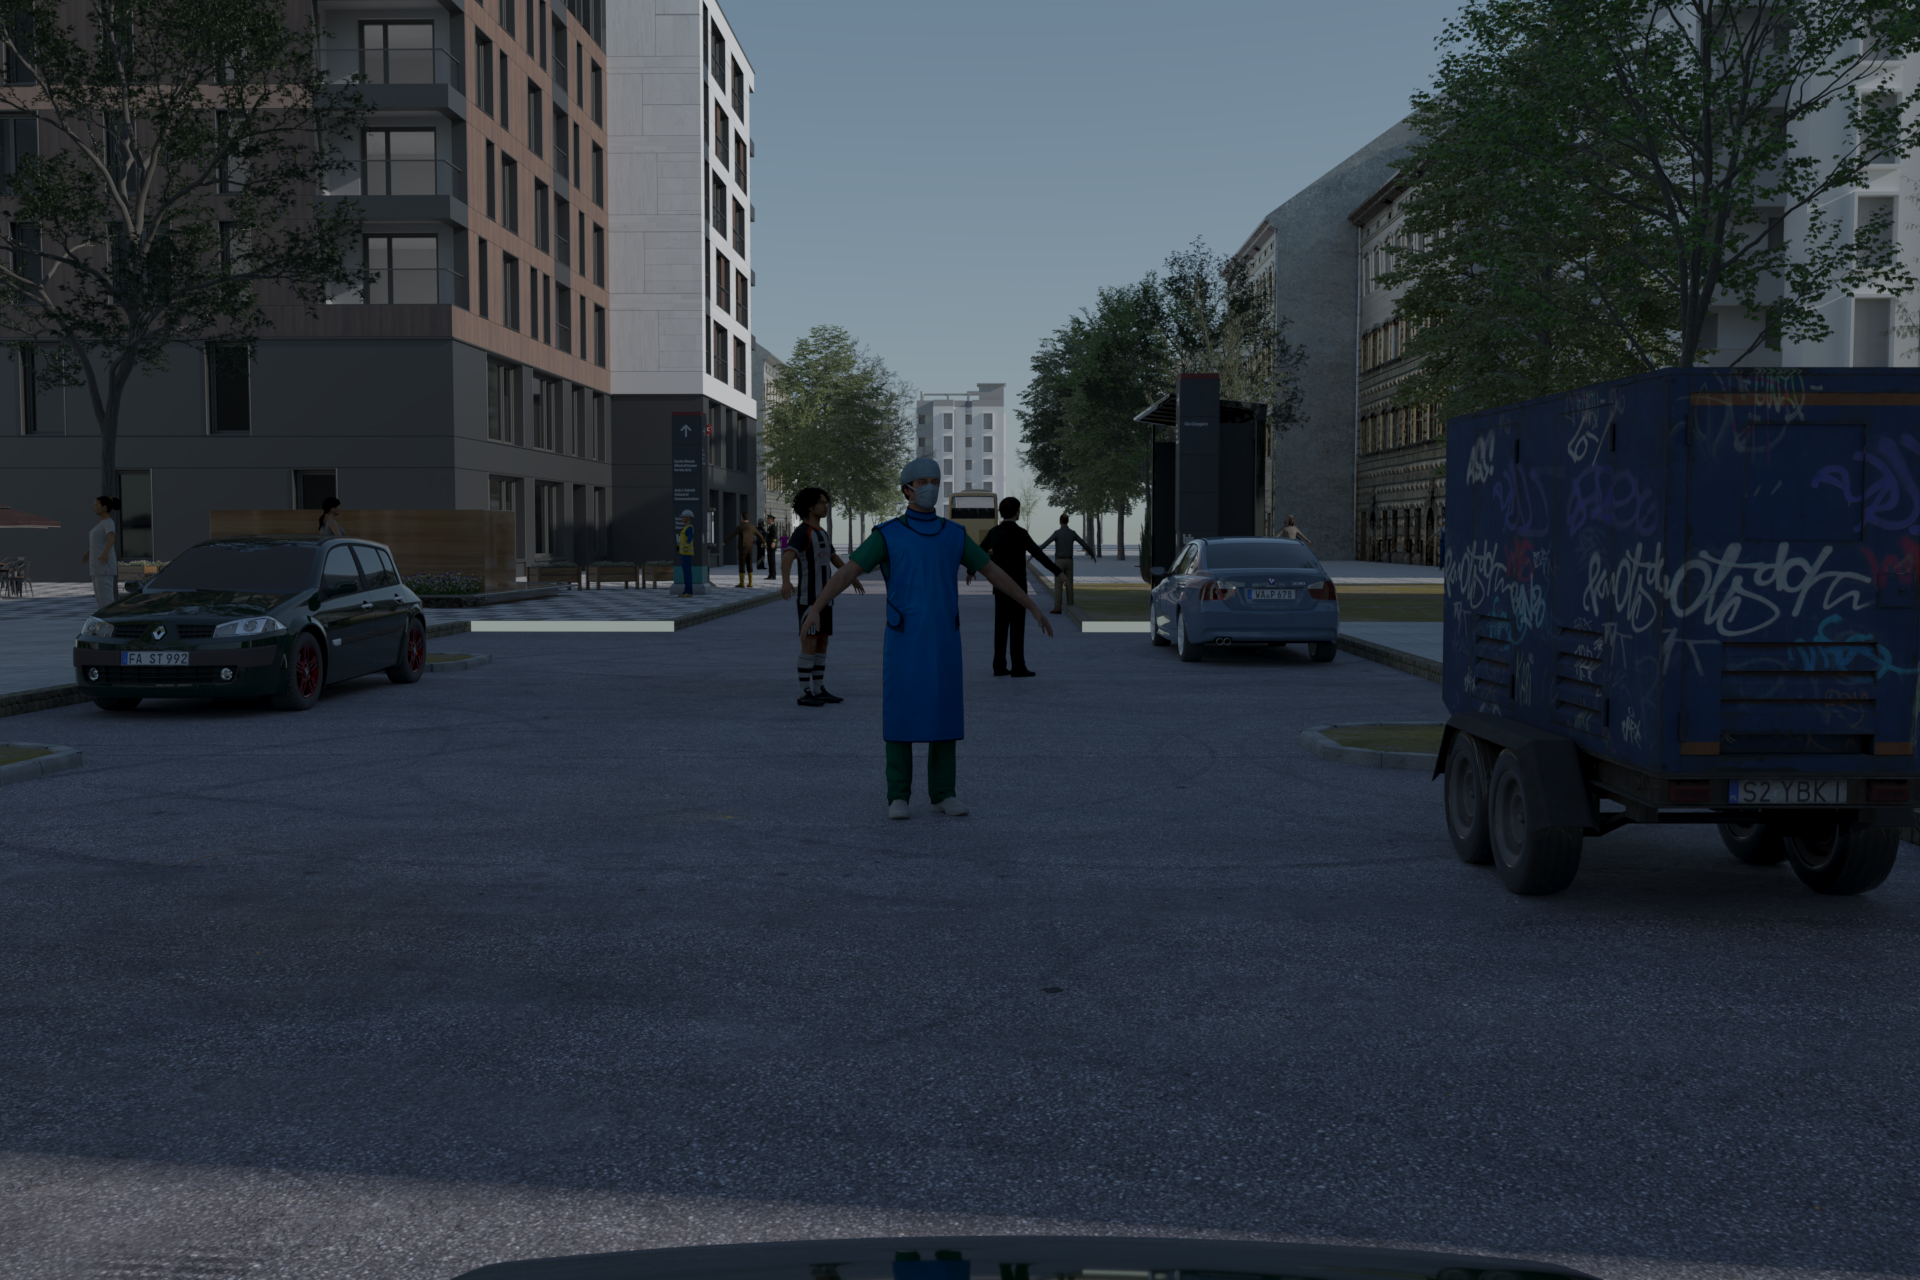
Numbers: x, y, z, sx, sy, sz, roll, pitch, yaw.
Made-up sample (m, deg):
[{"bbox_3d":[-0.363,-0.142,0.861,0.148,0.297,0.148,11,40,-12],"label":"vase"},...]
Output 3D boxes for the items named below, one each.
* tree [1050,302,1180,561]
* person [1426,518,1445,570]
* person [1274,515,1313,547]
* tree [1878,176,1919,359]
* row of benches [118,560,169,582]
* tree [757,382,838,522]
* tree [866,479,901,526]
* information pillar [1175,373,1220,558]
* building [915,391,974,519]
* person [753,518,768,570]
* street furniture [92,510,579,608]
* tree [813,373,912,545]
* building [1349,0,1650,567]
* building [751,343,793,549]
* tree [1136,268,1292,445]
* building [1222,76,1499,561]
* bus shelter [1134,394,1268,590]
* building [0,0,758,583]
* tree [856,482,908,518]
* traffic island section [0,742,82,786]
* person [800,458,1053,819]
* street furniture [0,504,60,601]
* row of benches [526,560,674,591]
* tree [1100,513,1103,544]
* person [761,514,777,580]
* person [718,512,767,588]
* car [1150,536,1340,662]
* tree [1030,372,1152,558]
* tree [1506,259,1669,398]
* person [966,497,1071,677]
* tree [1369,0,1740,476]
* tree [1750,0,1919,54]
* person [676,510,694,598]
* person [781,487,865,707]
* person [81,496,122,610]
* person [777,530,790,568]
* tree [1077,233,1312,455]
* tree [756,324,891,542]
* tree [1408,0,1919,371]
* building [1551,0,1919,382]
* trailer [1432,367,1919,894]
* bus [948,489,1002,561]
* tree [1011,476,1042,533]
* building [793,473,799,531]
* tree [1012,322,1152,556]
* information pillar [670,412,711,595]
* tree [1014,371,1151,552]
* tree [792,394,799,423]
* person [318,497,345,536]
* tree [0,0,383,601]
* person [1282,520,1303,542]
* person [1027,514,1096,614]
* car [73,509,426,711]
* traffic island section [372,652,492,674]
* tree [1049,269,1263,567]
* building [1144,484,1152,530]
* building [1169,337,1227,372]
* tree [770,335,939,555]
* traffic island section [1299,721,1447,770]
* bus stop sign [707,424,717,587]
[{"bbox_3d":[8.073,-10.116,83.519,7.486,12.596,7.792,0,3,0],"label":"tree"},{"bbox_3d":[17.106,-3.378,61.079,1.347,1.847,0.705,2,4,24],"label":"person"},{"bbox_3d":[9.281,-2.604,48.699,1.348,1.813,0.705,-1,4,-17],"label":"person"},{"bbox_3d":[17.837,-4.737,27.808,4.360,8.622,3.978,0,3,0],"label":"tree"},{"bbox_3d":[-18.100,-1.534,40.549,4.104,0.672,1.422,2,4,23],"label":"row of benches"},{"bbox_3d":[-7.648,-8.111,82.971,4.737,8.622,4.395,0,3,0],"label":"tree"},{"bbox_3d":[-6.504,-11.058,131.166,4.360,8.622,3.978,0,3,0],"label":"tree"},{"bbox_3d":[3.860,-2.375,28.213,0.750,3.857,0.750,0,4,1],"label":"information pillar"},{"bbox_3d":[-5.295,-22.199,221.832,11.380,20.090,16.016,1,4,8],"label":"building"},{"bbox_3d":[-7.168,-3.474,62.575,0.705,1.856,1.354,2,4,26],"label":"person"},{"bbox_3d":[-12.569,-1.592,32.883,9.812,1.723,11.010,0,4,3],"label":"street furniture"},{"bbox_3d":[-7.218,-12.502,122.533,7.486,12.596,7.792,0,3,0],"label":"tree"},{"bbox_3d":[27.970,-14.813,73.118,19.493,23.208,18.063,0,4,1],"label":"building"},{"bbox_3d":[-25.288,-19.736,153.607,19.493,23.208,18.063,0,4,1],"label":"building"},{"bbox_3d":[7.541,-5.933,47.370,4.360,8.622,3.978,0,3,0],"label":"tree"},{"bbox_3d":[24.525,-15.931,91.393,19.493,23.208,18.063,0,4,2],"label":"building"},{"bbox_3d":[4.372,-2.497,32.104,1.731,3.624,6.357,0,4,0],"label":"bus shelter"},{"bbox_3d":[-23.352,-13.286,61.196,27.936,21.610,32.646,0,4,1],"label":"building"},{"bbox_3d":[-9.828,-17.424,219.286,7.601,10.594,8.767,1,4,8],"label":"tree"},{"bbox_3d":[-6.435,0.771,10.253,1.991,0.108,1.994,0,4,1],"label":"traffic island section"},{"bbox_3d":[-0.181,-0.013,8.797,1.347,1.817,0.704,-1,4,-21],"label":"person"},{"bbox_3d":[-32.326,-1.579,30.845,27.439,1.986,14.083,0,4,3],"label":"street furniture"},{"bbox_3d":[-7.966,-1.505,40.075,4.104,0.672,1.422,-3,4,-37],"label":"row of benches"},{"bbox_3d":[19.013,-22.506,223.866,12.611,20.169,13.585,0,3,0],"label":"tree"},{"bbox_3d":[-5.325,-2.611,48.621,0.705,1.837,1.347,-1,4,-19],"label":"person"},{"bbox_3d":[-5.173,-2.169,41.599,1.346,1.812,0.704,-3,5,-40],"label":"person"},{"bbox_3d":[3.332,-0.532,20.708,2.014,1.417,4.499,0,4,0],"label":"car"},{"bbox_3d":[7.659,-9.753,93.876,8.767,10.594,7.601,1,4,14],"label":"tree"},{"bbox_3d":[15.571,-5.756,44.478,4.360,8.622,3.978,0,3,0],"label":"tree"},{"bbox_3d":[0.525,-0.538,17.437,1.347,1.806,0.705,3,5,42],"label":"person"},{"bbox_3d":[12.231,-7.210,36.004,7.486,12.596,7.792,0,3,0],"label":"tree"},{"bbox_3d":[9.374,-6.018,8.771,12.009,13.543,11.850,0,3,0],"label":"tree"},{"bbox_3d":[-5.613,-1.751,35.090,0.721,1.772,1.216,-1,4,-17],"label":"person"},{"bbox_3d":[-1.196,-0.362,14.524,0.704,1.843,1.345,2,4,24],"label":"person"},{"bbox_3d":[-10.275,-0.847,20.612,0.721,1.739,1.217,-3,4,-36],"label":"person"},{"bbox_3d":[-6.566,-3.380,64.528,0.991,1.433,0.599,1,4,14],"label":"person"},{"bbox_3d":[7.357,-7.369,54.897,8.767,10.594,7.601,2,4,28],"label":"tree"},{"bbox_3d":[-7.558,-10.779,94.363,7.486,12.596,7.792,0,3,0],"label":"tree"},{"bbox_3d":[9.600,-5.938,22.839,9.928,11.665,9.643,0,3,0],"label":"tree"},{"bbox_3d":[26.684,-12.542,61.488,16.016,20.090,11.380,0,4,2],"label":"building"},{"bbox_3d":[2.889,-0.052,7.902,1.471,1.999,3.904,0,4,0],"label":"trailer"},{"bbox_3d":[0.842,-6.262,93.938,2.896,3.916,12.252,0,4,2],"label":"bus"},{"bbox_3d":[8.887,-16.454,219.388,4.360,8.622,3.978,0,3,0],"label":"tree"},{"bbox_3d":[-21.312,-14.650,181.682,9.099,9.664,28.070,0,4,1],"label":"building"},{"bbox_3d":[7.878,-12.030,103.345,9.857,13.997,8.962,0,3,0],"label":"tree"},{"bbox_3d":[-5.758,-2.909,36.934,0.750,3.857,0.750,0,4,2],"label":"information pillar"},{"bbox_3d":[9.047,-13.200,126.185,12.009,13.543,11.850,0,3,0],"label":"tree"},{"bbox_3d":[-21.371,-22.222,219.219,12.611,20.169,13.585,0,3,0],"label":"tree"},{"bbox_3d":[-7.598,-0.883,21.250,0.721,1.737,1.217,-3,4,-37],"label":"person"},{"bbox_3d":[-11.482,-5.401,22.712,8.767,10.594,7.601,0,4,-3],"label":"tree"},{"bbox_3d":[11.754,-3.422,62.228,0.705,1.796,1.348,-3,5,-42],"label":"person"},{"bbox_3d":[1.856,-1.369,31.107,1.348,1.796,0.705,-1,4,-19],"label":"person"},{"bbox_3d":[-6.109,-0.337,15.297,2.009,1.686,4.222,0,4,2],"label":"car"},{"bbox_3d":[-6.199,0.251,18.763,1.991,0.108,1.994,0,4,1],"label":"traffic island section"},{"bbox_3d":[7.496,-8.633,66.897,9.928,11.665,9.643,0,3,0],"label":"tree"},{"bbox_3d":[25.396,-14.896,185.692,9.099,9.664,28.070,0,4,1],"label":"building"},{"bbox_3d":[28.603,-19.669,152.517,19.493,23.208,18.063,0,4,1],"label":"building"},{"bbox_3d":[-6.891,-12.081,107.902,12.009,13.543,11.850,0,3,0],"label":"tree"},{"bbox_3d":[3.306,0.698,11.452,1.991,0.108,1.994,0,4,1],"label":"traffic island section"},{"bbox_3d":[-6.369,-3.270,42.163,0.855,3.939,0.416,0,4,1],"label":"bus stop sign"}]
